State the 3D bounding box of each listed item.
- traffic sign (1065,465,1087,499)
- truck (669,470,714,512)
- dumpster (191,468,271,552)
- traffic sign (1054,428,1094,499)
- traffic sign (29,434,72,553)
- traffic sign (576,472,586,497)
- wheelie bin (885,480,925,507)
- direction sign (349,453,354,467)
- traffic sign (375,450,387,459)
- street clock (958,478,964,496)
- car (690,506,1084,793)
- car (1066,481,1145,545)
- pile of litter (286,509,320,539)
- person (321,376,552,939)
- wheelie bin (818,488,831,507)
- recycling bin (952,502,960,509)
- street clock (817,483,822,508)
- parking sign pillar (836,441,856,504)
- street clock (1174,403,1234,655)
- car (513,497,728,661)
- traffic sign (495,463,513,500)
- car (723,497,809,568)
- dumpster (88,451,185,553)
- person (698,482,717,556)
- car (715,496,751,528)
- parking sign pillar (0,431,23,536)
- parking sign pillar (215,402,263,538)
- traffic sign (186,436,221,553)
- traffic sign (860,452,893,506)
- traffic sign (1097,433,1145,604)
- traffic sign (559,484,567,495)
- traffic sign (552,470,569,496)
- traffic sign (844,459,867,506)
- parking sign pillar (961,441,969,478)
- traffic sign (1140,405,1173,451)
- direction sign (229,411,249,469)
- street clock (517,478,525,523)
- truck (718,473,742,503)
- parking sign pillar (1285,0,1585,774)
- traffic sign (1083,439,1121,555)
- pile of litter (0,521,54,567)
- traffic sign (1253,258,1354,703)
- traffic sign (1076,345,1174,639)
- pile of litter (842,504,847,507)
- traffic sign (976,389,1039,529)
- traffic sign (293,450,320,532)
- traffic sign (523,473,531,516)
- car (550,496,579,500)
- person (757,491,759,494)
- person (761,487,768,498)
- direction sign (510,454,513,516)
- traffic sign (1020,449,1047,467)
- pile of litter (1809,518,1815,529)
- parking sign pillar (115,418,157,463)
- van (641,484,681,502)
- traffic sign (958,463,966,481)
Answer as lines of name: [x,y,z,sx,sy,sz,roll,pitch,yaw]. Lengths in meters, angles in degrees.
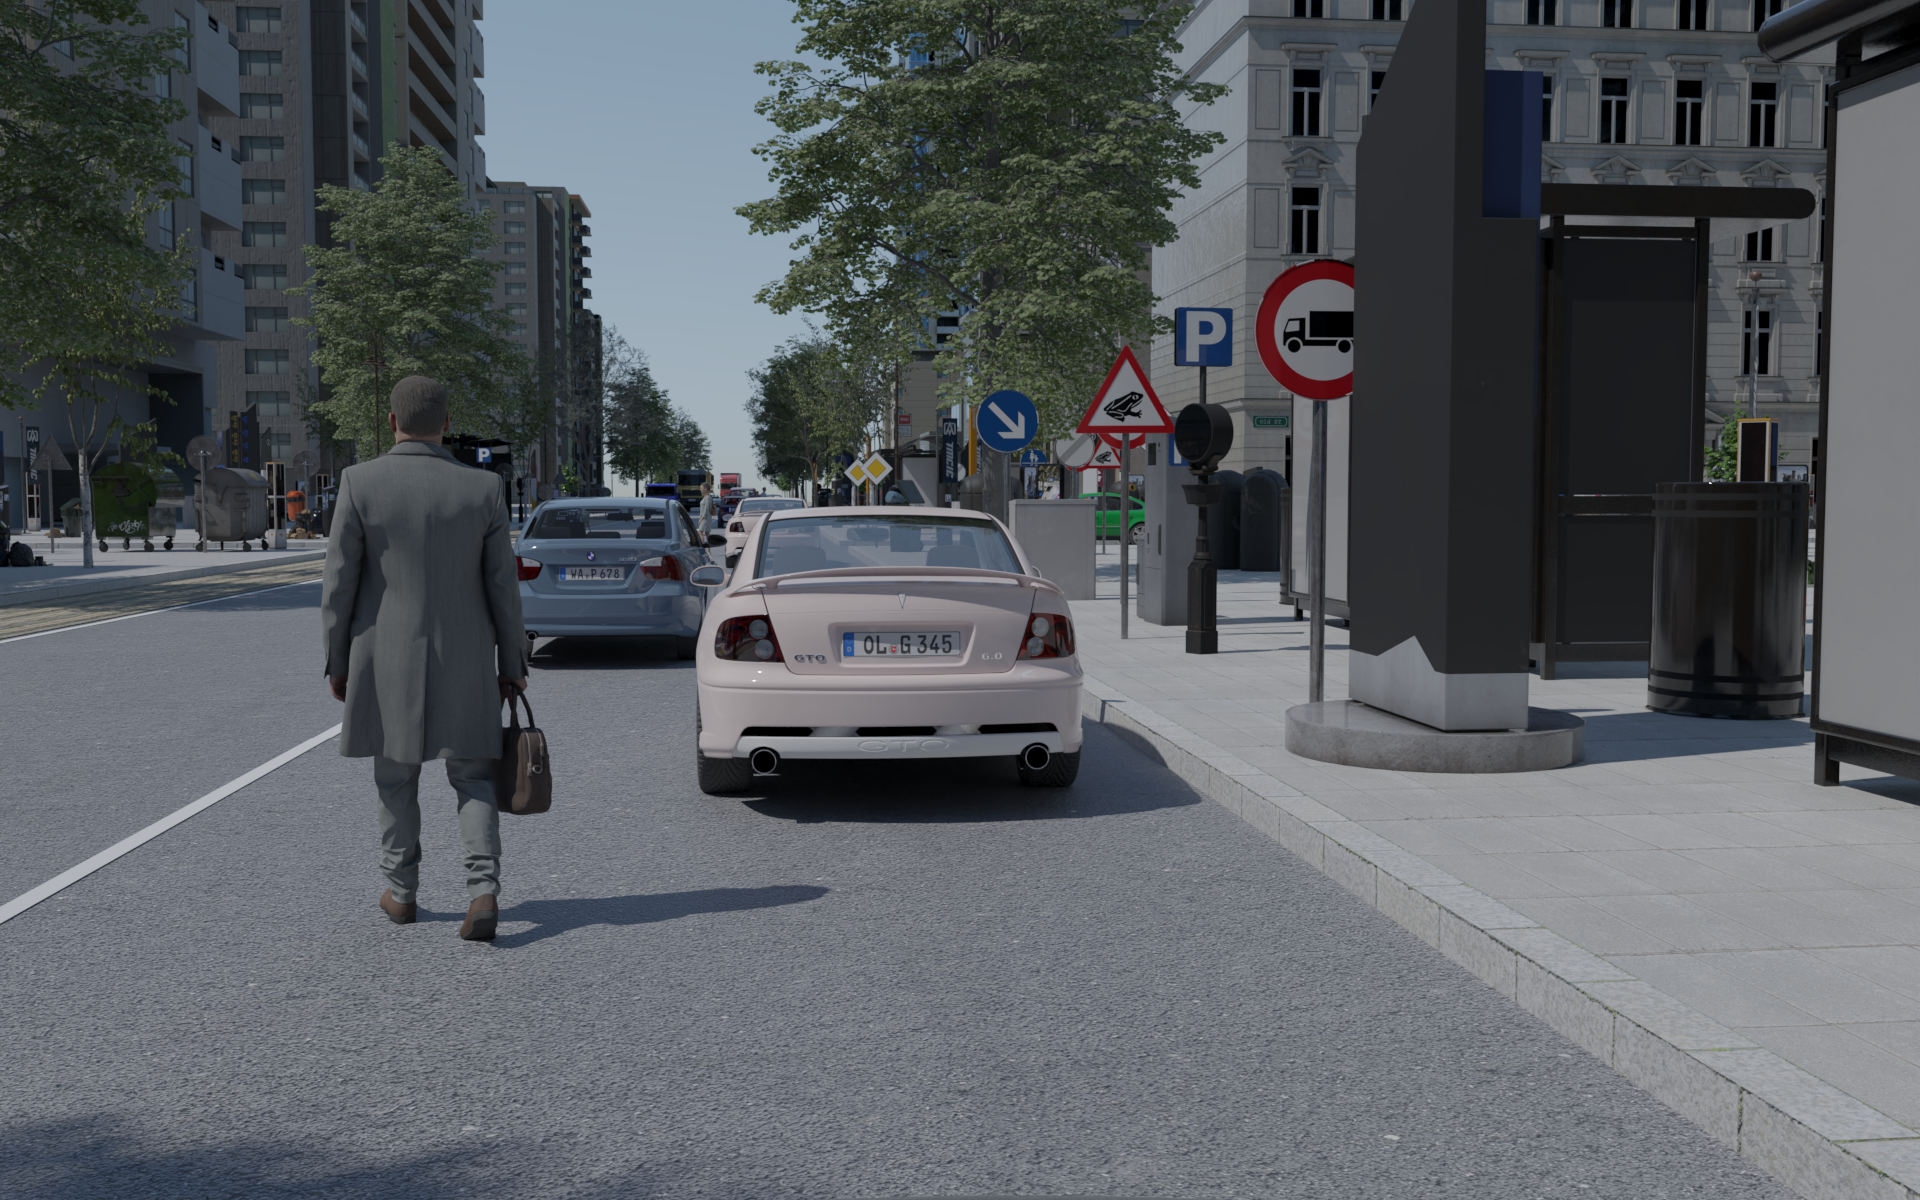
traffic sign: [2.724,-2.451,40.172,0.768,2.556,0.104,0,4,-1]
truck: [-21.292,-8.750,138.989,3.469,3.379,9.791,0,4,-5]
dumpster: [-16.337,-2.024,38.849,1.264,1.857,1.865,0,4,-6]
traffic sign: [2.192,-2.028,33.265,0.768,2.556,0.104,0,4,-1]
traffic sign: [-19.770,-2.304,37.667,0.884,2.594,0.081,0,4,-5]
traffic sign: [-22.757,-6.320,103.337,0.884,2.594,0.081,0,4,-4]
wheelie bin: [-1.245,-1.868,38.453,0.693,1.594,0.980,2,4,33]
direction sign: [-33.384,-6.306,95.102,0.379,3.537,0.876,0,4,-5]
traffic sign: [-13.263,-2.219,39.917,0.795,2.450,0.064,0,4,-6]
street clock: [0.056,-4.323,75.254,0.358,2.002,0.471,2,4,30]
car: [-0.492,0.159,9.762,2.083,1.381,4.827,0,4,-6]
car: [3.393,-2.314,46.638,4.718,1.807,1.959,0,4,-6]
pile of litter: [-18.909,-2.165,49.370,1.176,0.858,1.719,-3,5,-42]
person: [-1.726,0.178,5.685,0.694,1.812,0.767,-1,4,-23]
wheelie bin: [-7.213,-5.201,92.937,0.980,1.594,0.693,1,4,18]
recycling bin: [-0.019,-2.779,57.991,0.722,1.027,0.722,2,4,34]
street clock: [-9.565,-6.866,116.825,0.471,2.002,0.358,1,4,11]
parking sign pillar: [-5.725,-6.032,87.103,1.447,3.967,1.447,-3,4,-36]
street clock: [1.947,-0.570,13.891,0.358,2.002,0.471,-2,4,-33]
car: [-3.202,-0.256,16.189,2.014,1.417,4.499,0,4,-6]
traffic sign: [-18.780,-4.357,71.347,0.768,2.556,0.104,0,4,1]
car: [-3.760,-1.384,34.991,2.083,1.381,4.827,0,4,-5]
dumpster: [-18.431,-2.218,38.751,1.502,2.255,1.985,0,4,-7]
person: [-5.880,-1.869,40.063,0.522,1.701,0.512,-1,4,-15]
car: [-9.601,-3.806,74.807,1.945,1.354,3.894,0,4,-7]
parking sign pillar: [-29.869,-3.980,53.551,1.447,3.967,1.447,-2,4,-32]
parking sign pillar: [-20.995,-3.781,50.284,1.447,3.967,1.447,1,4,18]
traffic sign: [-16.487,-2.302,37.749,0.768,2.556,0.104,0,4,3]
traffic sign: [-1.989,-2.296,41.179,0.795,2.450,0.064,0,4,-6]
traffic sign: [1.905,-1.222,20.092,0.768,2.556,0.104,0,4,-6]
traffic sign: [-23.403,-6.304,103.068,0.884,2.594,0.081,0,4,-4]
traffic sign: [-21.292,-5.645,92.299,0.884,2.594,0.081,0,4,1]
traffic sign: [-2.895,-2.781,49.113,0.795,2.450,0.064,0,4,-6]
parking sign pillar: [0.478,-5.476,78.003,1.447,3.967,1.447,-2,4,-25]
traffic sign: [2.515,-1.269,21.932,0.795,2.450,0.064,0,4,-5]
direction sign: [-19.762,-3.398,47.557,0.379,3.537,0.876,0,4,8]
street clock: [-19.607,-4.449,77.310,0.358,2.002,0.471,0,4,1]
truck: [-30.636,-14.826,231.325,2.839,4.237,11.283,0,4,-5]
parking sign pillar: [2.355,-1.227,8.535,1.447,3.967,1.447,0,4,-7]
traffic sign: [3.033,-2.228,36.438,0.884,2.594,0.081,0,4,0]
pile of litter: [-17.056,-1.019,30.634,1.719,0.858,1.176,-1,4,-10]
traffic sign: [1.967,-0.573,9.483,0.768,2.556,0.104,0,4,-4]
traffic sign: [1.455,-0.932,15.244,0.884,2.594,0.081,0,4,0]
pile of litter: [-5.121,-3.833,76.631,1.719,0.858,1.176,1,4,13]
traffic sign: [0.579,-1.291,21.213,0.768,2.556,0.104,0,4,3]
traffic sign: [-19.055,-3.083,50.507,0.768,2.556,0.104,0,4,-4]
traffic sign: [-25.660,-6.306,103.204,0.768,2.556,0.104,0,4,-5]
car: [-16.925,-3.751,73.912,1.945,1.354,3.894,0,4,-7]
person: [-27.211,-13.776,233.364,1.348,1.869,0.705,2,4,23]
person: [-10.037,-4.870,88.348,0.641,1.798,0.478,3,4,37]
direction sign: [-26.174,-6.647,100.678,0.379,3.537,0.876,-1,4,-18]
traffic sign: [2.071,-2.973,48.720,0.768,2.556,0.104,0,4,-1]
pile of litter: [31.003,-3.033,63.558,1.176,0.858,1.719,-1,4,-12]
parking sign pillar: [-29.150,-4.456,61.333,1.447,3.967,1.447,3,5,40]
van: [-17.137,-5.820,99.538,2.240,2.365,5.245,-1,4,-8]
traffic sign: [-0.158,-4.306,70.516,0.768,2.556,0.104,0,4,-2]
